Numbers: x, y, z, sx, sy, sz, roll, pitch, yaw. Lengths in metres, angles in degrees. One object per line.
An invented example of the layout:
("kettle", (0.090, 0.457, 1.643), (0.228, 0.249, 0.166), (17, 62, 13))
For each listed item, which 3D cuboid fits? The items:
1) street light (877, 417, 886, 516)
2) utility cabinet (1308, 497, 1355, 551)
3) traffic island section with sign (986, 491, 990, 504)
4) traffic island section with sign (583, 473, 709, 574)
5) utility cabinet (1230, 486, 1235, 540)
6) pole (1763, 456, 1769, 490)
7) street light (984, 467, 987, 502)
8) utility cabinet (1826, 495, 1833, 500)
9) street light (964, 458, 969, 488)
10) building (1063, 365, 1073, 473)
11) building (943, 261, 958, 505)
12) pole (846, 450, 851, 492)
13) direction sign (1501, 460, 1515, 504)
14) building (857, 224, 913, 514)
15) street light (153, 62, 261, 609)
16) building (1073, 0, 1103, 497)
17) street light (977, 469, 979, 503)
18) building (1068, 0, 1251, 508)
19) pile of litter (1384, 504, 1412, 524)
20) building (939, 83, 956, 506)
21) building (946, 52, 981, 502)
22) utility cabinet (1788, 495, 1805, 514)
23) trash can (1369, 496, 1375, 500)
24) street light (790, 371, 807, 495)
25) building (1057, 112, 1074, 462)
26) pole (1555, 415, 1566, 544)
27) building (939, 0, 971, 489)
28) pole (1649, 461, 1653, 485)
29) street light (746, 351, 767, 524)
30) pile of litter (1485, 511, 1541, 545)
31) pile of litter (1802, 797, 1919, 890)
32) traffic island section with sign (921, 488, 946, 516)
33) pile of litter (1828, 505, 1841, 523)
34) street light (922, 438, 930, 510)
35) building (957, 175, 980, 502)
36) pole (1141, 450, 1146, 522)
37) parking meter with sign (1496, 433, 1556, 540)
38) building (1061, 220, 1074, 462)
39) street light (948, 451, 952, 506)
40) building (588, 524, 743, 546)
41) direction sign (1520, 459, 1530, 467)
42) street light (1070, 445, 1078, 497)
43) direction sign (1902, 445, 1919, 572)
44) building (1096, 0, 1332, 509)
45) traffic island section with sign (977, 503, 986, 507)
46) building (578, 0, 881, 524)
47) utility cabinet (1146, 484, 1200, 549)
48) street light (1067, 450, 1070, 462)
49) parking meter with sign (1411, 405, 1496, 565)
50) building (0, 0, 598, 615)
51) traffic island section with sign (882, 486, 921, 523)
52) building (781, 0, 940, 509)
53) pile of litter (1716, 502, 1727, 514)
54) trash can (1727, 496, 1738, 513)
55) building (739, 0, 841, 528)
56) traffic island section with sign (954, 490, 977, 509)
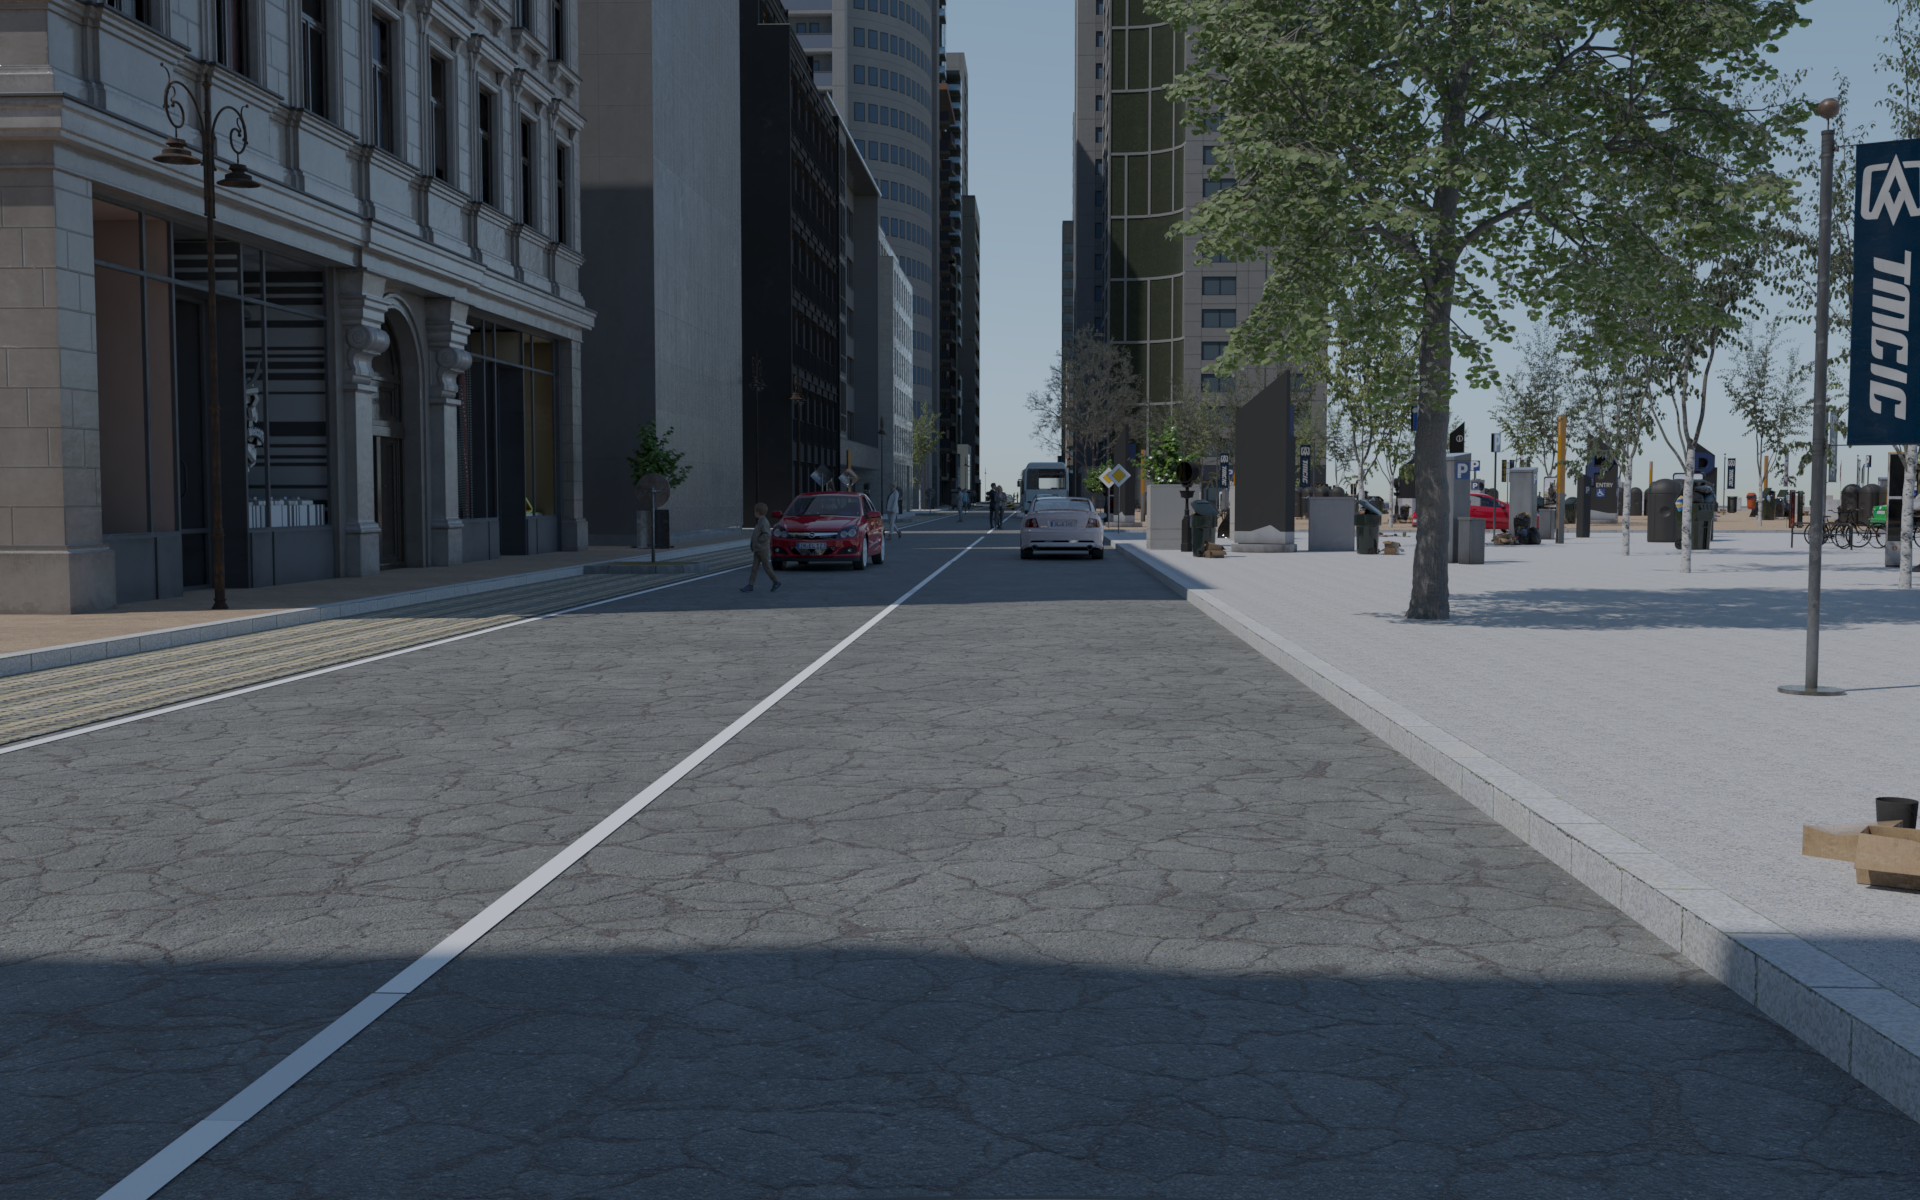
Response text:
("street light", (-4.591, -7.893, 101.836), (0.468, 5.910, 1.993), (0, 4, 3))
("utility cabinet", (8.365, -1.701, 38.974), (1.020, 1.237, 0.306), (1, 4, 13))
("traffic island section with sign", (4.078, -14.576, 246.948), (1.989, 1.847, 2.006), (0, 4, 3))
("traffic island section with sign", (-5.685, -1.414, 31.742), (1.989, 1.847, 2.006), (0, 4, 3))
("utility cabinet", (7.841, -2.340, 46.940), (0.318, 1.500, 1.173), (-2, 4, -35))
("pole", (42.787, -6.002, 91.975), (0.158, 3.312, 0.155), (0, 3, 0))
("street light", (4.388, -19.917, 298.434), (0.468, 5.910, 1.993), (0, 4, 3))
("utility cabinet", (59.964, -6.664, 120.124), (1.020, 1.237, 0.306), (2, 4, 28))
("street light", (1.033, -15.407, 224.699), (0.468, 5.910, 1.993), (0, 4, 3))
("building", (28.328, -24.077, 238.693), (27.650, 21.520, 28.899), (0, 4, 3))
("building", (-7.588, -26.448, 204.119), (14.160, 30.474, 14.107), (0, 4, 3))
("pole", (-5.150, -5.282, 80.200), (0.158, 3.312, 0.155), (0, 3, 0))
("direction sign", (36.002, -7.453, 113.848), (0.876, 3.537, 0.379), (-1, 4, -8))
("building", (-9.071, -16.192, 119.490), (10.420, 20.320, 16.860), (0, 4, 3))
("street light", (-8.263, -2.837, 19.167), (0.468, 5.910, 1.993), (0, 4, 3))
("building", (22.304, -38.978, 179.291), (21.231, 58.520, 28.212), (0, 4, 3))
("street light", (2.746, -17.675, 261.765), (0.468, 5.910, 1.993), (0, 4, 3))
("building", (22.102, -46.792, 203.304), (20.563, 71.187, 20.611), (0, 4, 3))
("pile of litter", (19.392, -3.760, 75.440), (1.719, 0.858, 1.176), (2, 4, 33))
("building", (-11.808, -32.280, 182.404), (22.147, 44.769, 28.867), (0, 4, 3))
("building", (-6.845, -51.864, 286.223), (20.563, 71.187, 20.611), (0, 4, 3))
("utility cabinet", (53.356, -6.082, 110.596), (1.020, 1.237, 0.306), (2, 4, 35))
("trash can", (31.913, -7.467, 133.732), (0.748, 1.137, 0.748), (0, 3, 0))
("street light", (-6.067, -5.650, 65.159), (0.468, 5.910, 1.993), (0, 4, 3))
("building", (27.229, -59.233, 281.132), (22.319, 86.520, 31.000), (0, 4, 3))
("pole", (15.480, -3.105, 44.608), (0.158, 3.312, 0.155), (0, 3, 0))
("building", (-9.413, -56.596, 238.023), (22.319, 86.520, 31.000), (0, 4, 3))
("pole", (43.009, -6.973, 107.853), (0.158, 3.312, 0.155), (0, 3, 0))
("street light", (-6.583, -5.101, 56.184), (0.468, 5.910, 1.993), (0, 4, 3))
("pile of litter", (13.999, -1.828, 43.857), (1.719, 0.858, 1.176), (-1, 4, -20))
("pile of litter", (3.482, 0.513, 5.582), (1.176, 0.858, 1.719), (0, 4, 3))
("traffic island section with sign", (-1.913, -6.487, 114.694), (1.989, 1.847, 2.006), (0, 4, 3))
("pile of litter", (38.671, -3.789, 75.908), (1.176, 0.858, 1.719), (1, 4, 23))
("street light", (-2.627, -10.331, 141.697), (0.468, 5.910, 1.993), (0, 4, 3))
("building", (-7.953, -39.277, 265.877), (21.300, 48.544, 21.600), (0, 4, 3))
("pole", (8.451, -5.263, 79.894), (0.158, 3.312, 0.155), (0, 3, 0))
("parking meter with sign", (16.004, -3.236, 49.177), (1.738, 3.016, 0.543), (3, 4, 37))
("building", (22.230, -35.244, 259.841), (14.154, 41.232, 14.086), (0, 4, 3))
("street light", (-1.036, -12.598, 178.764), (0.468, 5.910, 1.993), (0, 4, 3))
("building", (-22.058, -14.109, 49.753), (30.058, 24.678, 14.314), (0, 4, 3))
("direction sign", (37.007, -7.430, 113.469), (0.379, 3.537, 0.876), (-2, 4, -23))
("street light", (9.492, -10.350, 142.007), (0.468, 5.910, 1.993), (0, 4, 3))
("direction sign", (15.832, -2.226, 28.394), (0.876, 3.537, 0.379), (-1, 4, -11))
("building", (21.116, -43.811, 154.567), (20.563, 71.187, 20.611), (0, 4, 3))
("traffic island section with sign", (1.547, -11.153, 190.973), (1.989, 1.847, 2.006), (0, 4, 3))
("building", (-12.750, -16.932, 95.909), (14.314, 24.678, 30.058), (0, 4, 3))
("utility cabinet", (4.912, -1.914, 39.970), (1.173, 1.500, 0.318), (-1, 4, -11))
("street light", (11.262, -12.599, 178.780), (0.468, 5.910, 1.993), (0, 4, 3))
("parking meter with sign", (9.110, -2.197, 32.189), (0.543, 3.016, 1.738), (-1, 4, -21))
("building", (-13.807, -10.300, 19.313), (10.553, 20.767, 40.483), (0, 4, 3))
("traffic island section with sign", (-3.160, -4.812, 87.305), (1.989, 1.847, 2.006), (0, 4, 3))
("building", (-13.101, -37.402, 153.527), (21.231, 58.520, 28.212), (0, 4, 3))
("pile of litter", (50.174, -6.151, 114.533), (1.719, 0.858, 1.176), (-1, 4, -16))
("trash can", (52.149, -6.442, 116.976), (0.748, 1.137, 0.748), (0, 3, 0))
("building", (-12.055, -14.838, 72.281), (12.332, 23.373, 15.834), (0, 4, 3))
("traffic island section with sign", (0.322, -9.506, 164.045), (1.989, 1.847, 2.006), (0, 4, 3))
